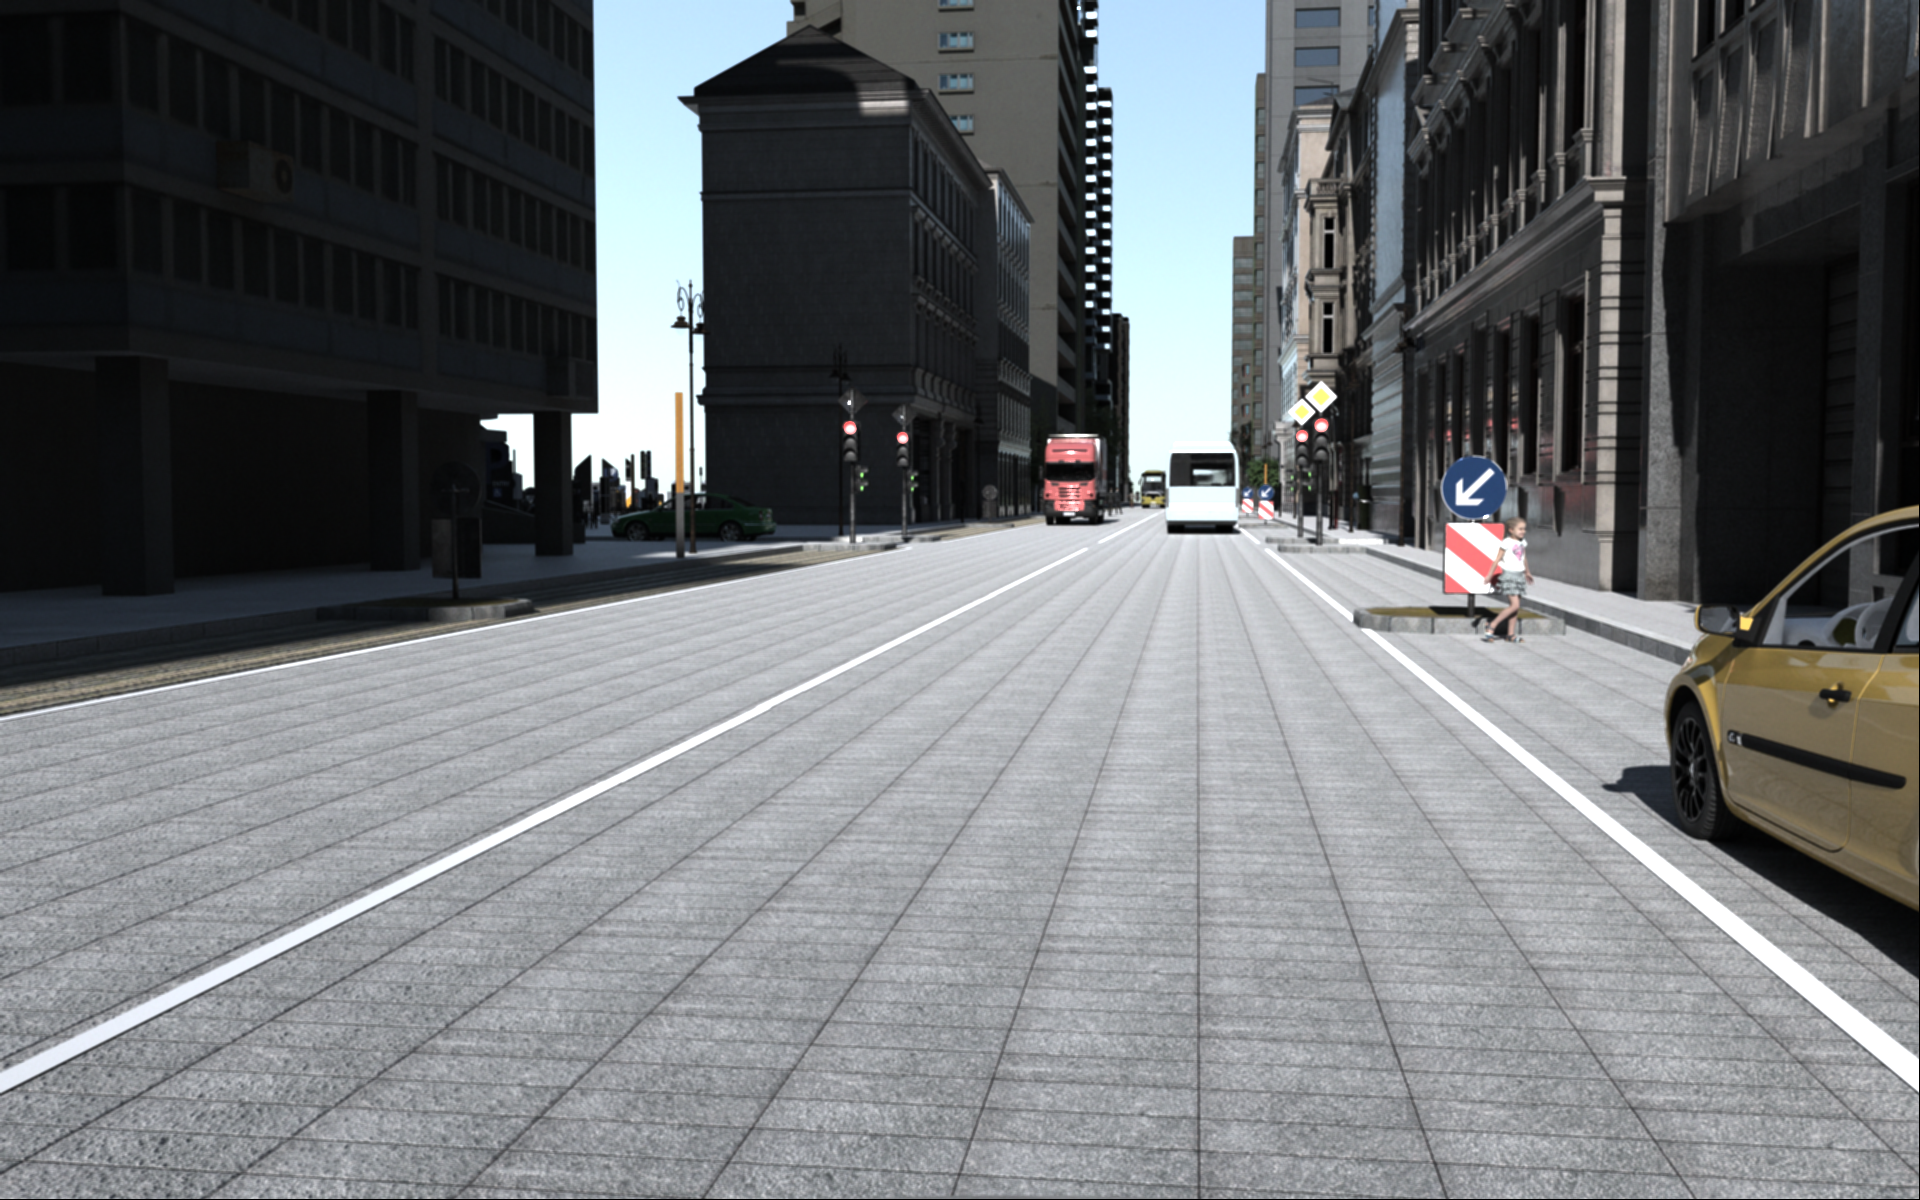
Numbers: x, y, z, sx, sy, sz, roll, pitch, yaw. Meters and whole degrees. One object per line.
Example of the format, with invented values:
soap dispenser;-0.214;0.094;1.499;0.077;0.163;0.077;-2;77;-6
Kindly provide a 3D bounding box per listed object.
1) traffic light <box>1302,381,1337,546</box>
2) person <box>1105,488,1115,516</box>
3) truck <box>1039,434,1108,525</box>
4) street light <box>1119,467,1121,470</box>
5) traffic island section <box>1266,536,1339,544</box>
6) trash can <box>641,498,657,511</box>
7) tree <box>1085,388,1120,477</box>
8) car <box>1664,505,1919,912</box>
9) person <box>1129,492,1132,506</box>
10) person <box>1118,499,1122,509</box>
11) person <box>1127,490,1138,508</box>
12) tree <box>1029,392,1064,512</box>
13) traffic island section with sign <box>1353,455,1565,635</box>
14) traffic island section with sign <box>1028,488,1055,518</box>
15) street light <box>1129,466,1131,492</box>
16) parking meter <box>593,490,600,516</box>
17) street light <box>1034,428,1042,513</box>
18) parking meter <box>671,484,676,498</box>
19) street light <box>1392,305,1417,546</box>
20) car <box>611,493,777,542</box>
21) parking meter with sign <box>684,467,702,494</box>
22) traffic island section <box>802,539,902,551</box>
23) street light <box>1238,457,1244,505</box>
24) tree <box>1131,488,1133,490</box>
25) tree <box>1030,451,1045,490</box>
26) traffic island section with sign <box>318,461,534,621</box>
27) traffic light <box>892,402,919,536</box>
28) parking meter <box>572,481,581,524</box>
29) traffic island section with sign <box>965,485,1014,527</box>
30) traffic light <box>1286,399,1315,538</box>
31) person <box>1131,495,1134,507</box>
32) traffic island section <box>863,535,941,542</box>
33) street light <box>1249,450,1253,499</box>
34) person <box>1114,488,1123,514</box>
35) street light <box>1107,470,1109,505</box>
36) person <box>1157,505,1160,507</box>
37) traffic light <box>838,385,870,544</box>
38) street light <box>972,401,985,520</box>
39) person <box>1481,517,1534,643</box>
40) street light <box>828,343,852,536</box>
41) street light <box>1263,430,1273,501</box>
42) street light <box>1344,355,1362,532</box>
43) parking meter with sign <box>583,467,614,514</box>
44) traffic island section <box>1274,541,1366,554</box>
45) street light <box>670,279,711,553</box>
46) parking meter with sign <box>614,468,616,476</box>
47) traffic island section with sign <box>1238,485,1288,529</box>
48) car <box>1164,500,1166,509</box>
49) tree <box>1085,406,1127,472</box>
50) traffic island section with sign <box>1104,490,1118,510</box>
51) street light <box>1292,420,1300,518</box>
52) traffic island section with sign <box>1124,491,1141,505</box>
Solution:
traffic light;8.945;-3.314;43.106;0.839;4.253;0.868;0;4;8
person;9.800;-6.394;112.817;0.659;1.850;0.755;1;4;12
truck;5.589;-5.765;83.177;2.839;4.237;11.283;0;4;7
street light;22.643;-16.658;245.150;0.468;5.910;1.993;0;4;8
traffic island section;10.069;-1.764;51.125;2.009;0.180;2.903;0;4;8
trash can;-12.779;-3.640;71.161;0.748;1.137;0.748;0;3;0
tree;13.087;-16.244;183.714;7.486;12.596;7.792;0;3;0
car;3.745;0.261;5.949;2.015;1.641;3.980;0;4;6
person;20.659;-12.182;208.397;0.721;1.735;1.217;-2;4;-26
person;15.466;-9.566;168.169;0.557;1.426;1.065;3;4;36
person;17.939;-10.529;180.654;1.348;1.824;0.705;2;4;34
tree;5.525;-10.698;125.268;4.737;8.622;4.395;0;3;0
traffic island section with sign;5.295;-0.612;18.636;1.989;1.847;2.006;0;4;8
traffic island section with sign;5.061;-5.720;102.141;1.989;1.847;2.006;0;4;8
street light;27.292;-18.710;278.691;0.468;5.910;1.993;0;4;8
parking meter;-21.474;-5.742;102.286;0.372;1.533;0.369;0;3;0
street light;5.434;-8.973;119.497;0.468;5.910;1.993;0;4;8
parking meter;-16.250;-5.696;98.840;0.399;1.863;0.255;0;4;-3
street light;10.856;-4.259;42.422;0.468;5.910;1.993;0;4;8
car;-7.647;-2.495;49.592;4.718;1.807;1.959;1;4;8
parking meter with sign;-17.444;-7.029;111.191;1.738;3.016;0.543;0;4;1
traffic island section;-2.797;-1.379;44.830;2.009;0.180;2.903;0;4;8
street light;32.580;-13.921;200.390;0.468;5.910;1.993;0;4;8
tree;27.876;-17.839;286.272;1.663;3.219;1.824;0;3;0
tree;4.136;-8.012;114.711;4.285;4.588;4.351;0;3;0
traffic island section with sign;-6.146;-0.717;20.357;1.989;1.847;2.006;0;4;8
traffic light;-1.673;-3.895;52.601;0.839;4.253;0.868;0;4;8
parking meter;-16.554;-4.223;74.752;0.255;1.863;0.399;1;4;19
traffic island section with sign;1.302;-4.042;74.719;1.989;1.847;2.006;0;4;8
traffic light;10.031;-3.798;51.017;0.839;4.253;0.868;0;4;8
person;19.963;-11.649;199.749;0.721;1.735;1.217;0;4;-4
traffic island section;-1.711;-1.863;52.741;2.009;0.180;2.903;0;4;8
street light;27.930;-11.842;166.401;0.468;5.910;1.993;0;4;8
person;11.392;-7.154;124.837;0.648;1.900;0.474;2;4;27
street light;18.152;-14.631;212.011;0.468;5.910;1.993;0;4;8
person;22.618;-11.495;197.153;1.217;1.736;0.721;0;4;-8
traffic light;-2.759;-3.411;44.690;0.839;4.253;0.868;0;4;8
street light;0.934;-6.939;86.245;0.468;5.910;1.993;0;4;8
person;5.331;-0.199;16.772;0.505;1.210;0.382;-3;4;-38
street light;-3.660;-4.913;53.119;0.468;5.910;1.993;0;4;8
street light;22.279;-9.300;124.837;0.468;5.910;1.993;0;4;8
street light;13.103;-5.202;57.848;0.468;5.910;1.993;0;4;8
parking meter with sign;-23.652;-7.130;112.835;1.738;3.016;0.543;0;4;2
traffic island section;8.983;-1.280;43.214;2.009;0.180;2.903;0;4;8
street light;-5.799;-3.954;37.444;0.468;5.910;1.993;0;4;8
parking meter with sign;-23.883;-7.339;116.247;1.738;3.016;0.543;2;4;33
traffic island section with sign;12.712;-3.921;72.738;1.989;1.847;2.006;0;4;8
car;14.739;-6.408;116.770;2.014;1.417;4.499;0;4;7
tree;16.061;-16.982;203.405;9.928;11.665;9.643;0;3;0
traffic island section with sign;15.527;-10.379;178.322;1.989;1.847;2.006;0;4;8
street light;17.632;-7.231;91.013;0.468;5.910;1.993;0;4;8
traffic island section with sign;23.087;-13.746;233.368;1.989;1.847;2.006;0;4;8
